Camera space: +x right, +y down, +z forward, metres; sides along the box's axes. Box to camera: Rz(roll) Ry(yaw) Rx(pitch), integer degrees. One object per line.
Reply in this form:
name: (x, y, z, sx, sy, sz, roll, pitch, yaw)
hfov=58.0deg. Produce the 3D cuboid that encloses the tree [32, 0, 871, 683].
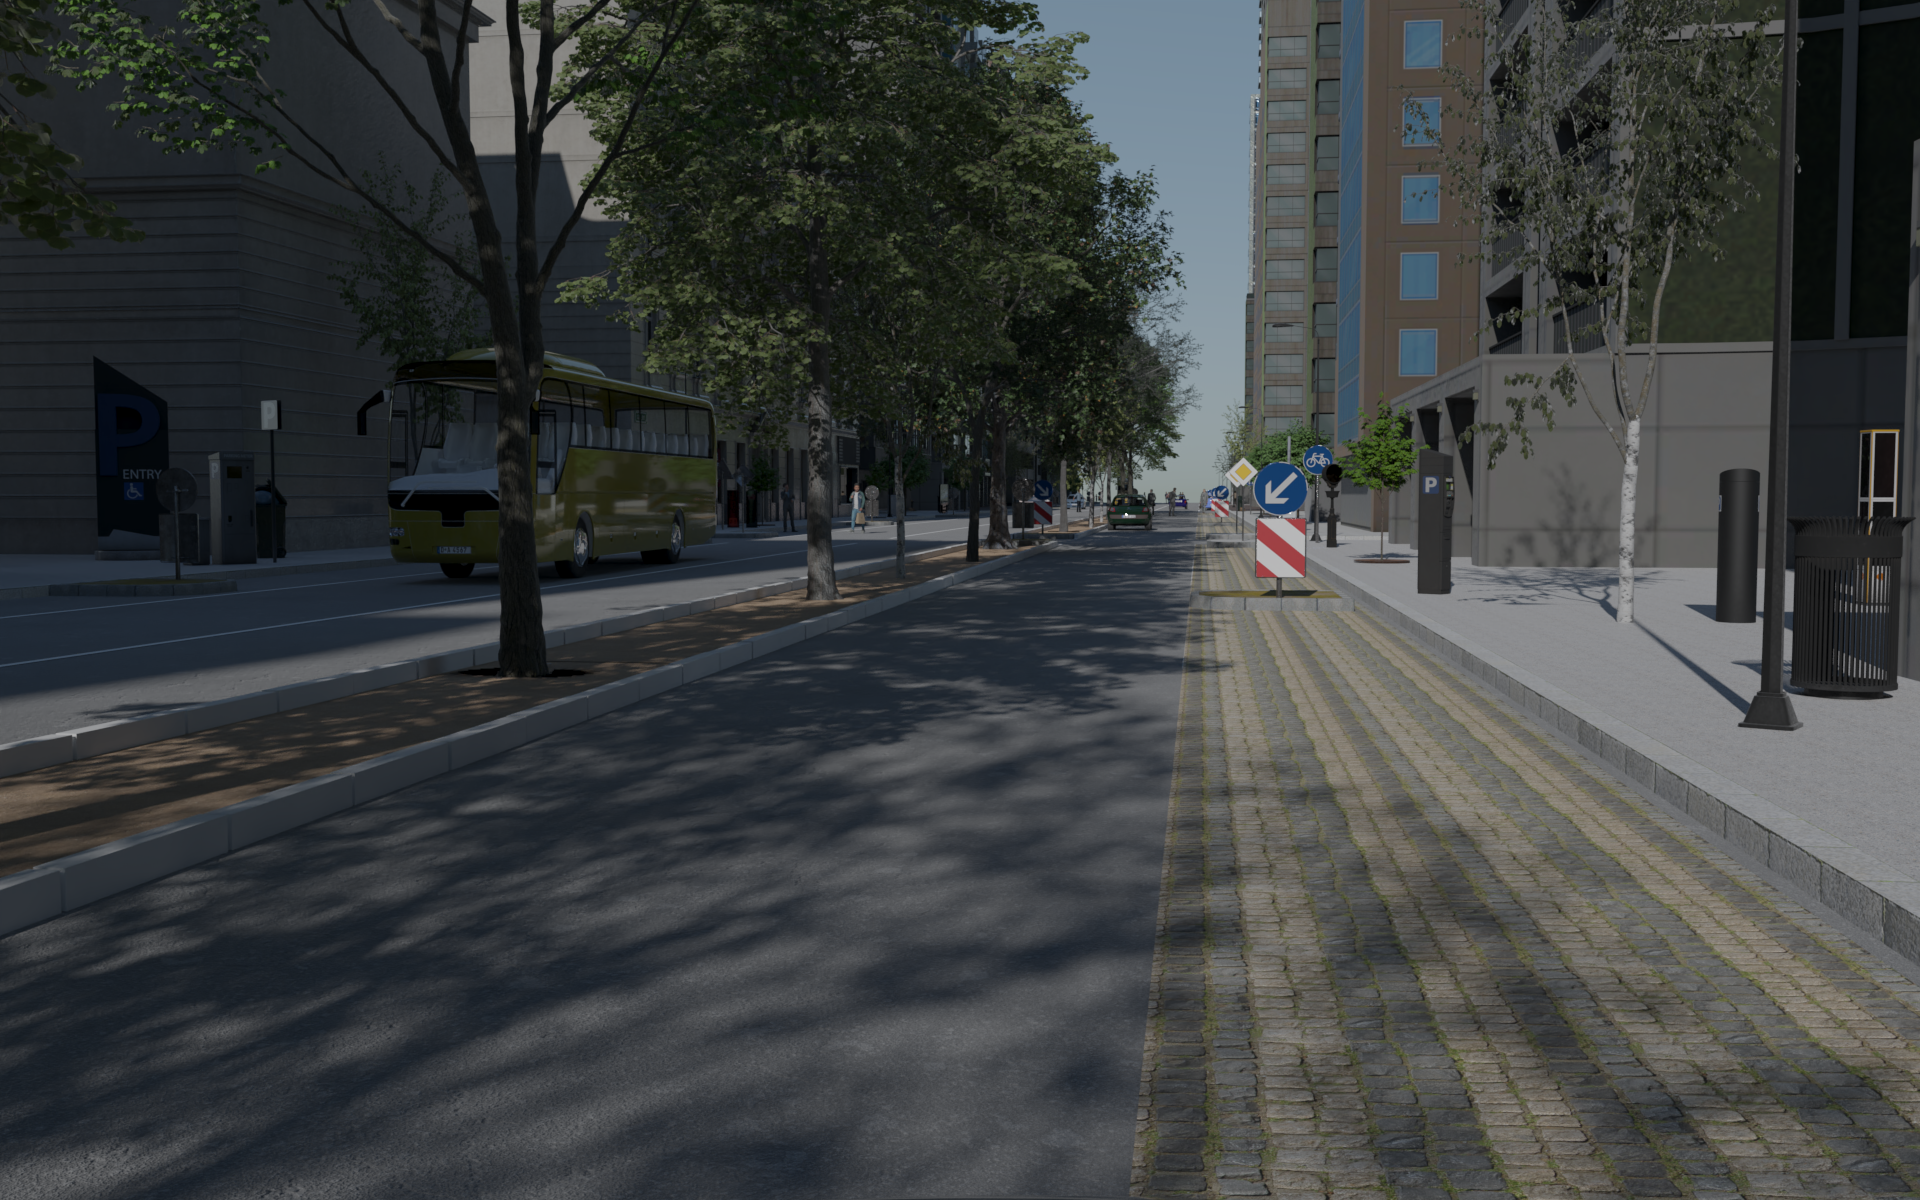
tree: (-3.525, -5.211, 13.412, 9.928, 11.665, 9.643, 0, 3, 0)

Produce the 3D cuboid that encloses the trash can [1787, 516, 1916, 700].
trash can: (5.609, 0.042, 10.967, 0.748, 1.137, 0.748, 0, 3, 0)

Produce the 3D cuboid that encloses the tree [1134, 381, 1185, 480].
tree: (12.543, -12.597, 126.543, 7.486, 12.596, 7.792, 0, 3, 0)

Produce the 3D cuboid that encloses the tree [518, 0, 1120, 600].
tree: (-1.819, -6.237, 22.566, 7.486, 12.596, 7.792, 0, 3, 0)

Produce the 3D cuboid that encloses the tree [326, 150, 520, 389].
tree: (-11.680, -5.357, 37.949, 4.737, 8.622, 4.395, 0, 3, 0)

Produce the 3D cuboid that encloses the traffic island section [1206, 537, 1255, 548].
traffic island section: (7.763, -1.537, 47.418, 2.009, 0.180, 2.903, 0, 4, 8)

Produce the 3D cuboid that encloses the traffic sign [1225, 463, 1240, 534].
traffic sign: (8.835, -3.157, 55.254, 0.795, 2.450, 0.064, 0, 4, 8)

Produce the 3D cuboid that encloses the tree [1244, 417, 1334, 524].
tree: (14.381, -5.508, 73.777, 4.285, 4.588, 4.351, 0, 3, 0)

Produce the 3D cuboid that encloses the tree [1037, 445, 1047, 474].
tree: (5.150, -12.849, 160.449, 4.360, 8.622, 3.978, 0, 3, 0)

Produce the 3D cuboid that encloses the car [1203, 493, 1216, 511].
car: (22.039, -8.641, 150.866, 1.945, 1.707, 3.694, 1, 4, 8)

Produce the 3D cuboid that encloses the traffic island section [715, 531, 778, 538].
traffic island section: (-7.228, -2.157, 57.554, 2.009, 0.180, 2.903, 0, 4, 8)

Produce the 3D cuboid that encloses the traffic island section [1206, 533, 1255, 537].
traffic island section: (8.859, -2.021, 55.328, 2.009, 0.180, 2.903, 0, 4, 8)

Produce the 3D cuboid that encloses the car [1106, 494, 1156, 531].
car: (6.821, -3.644, 69.368, 2.009, 1.686, 4.222, 0, 4, 7)

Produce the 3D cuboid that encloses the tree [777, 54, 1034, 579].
tree: (-1.017, -4.642, 28.714, 4.360, 8.622, 3.978, 0, 3, 0)

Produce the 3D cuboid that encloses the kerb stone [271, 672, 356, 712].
kerb stone: (-4.434, 0.635, 11.808, 0.120, 0.150, 1.000, 0, 4, 8)

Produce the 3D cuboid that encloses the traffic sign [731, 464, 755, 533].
traffic sign: (-7.204, -3.293, 57.489, 0.795, 2.450, 0.064, 0, 4, 8)

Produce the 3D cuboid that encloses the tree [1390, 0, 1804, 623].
tree: (6.635, -4.095, 17.312, 4.360, 8.622, 3.978, 0, 3, 0)

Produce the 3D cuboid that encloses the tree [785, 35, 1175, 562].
tree: (0.190, -6.049, 35.773, 8.767, 10.594, 7.601, 0, 4, 8)

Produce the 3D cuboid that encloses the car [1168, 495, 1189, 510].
car: (20.378, -9.118, 161.658, 1.945, 1.354, 3.894, 0, 4, 8)

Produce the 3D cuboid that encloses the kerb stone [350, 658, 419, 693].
kerb stone: (-4.306, 0.573, 12.830, 0.120, 0.150, 1.000, 0, 4, 8)

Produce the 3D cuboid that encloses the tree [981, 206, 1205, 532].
tree: (3.885, -9.296, 64.820, 12.009, 13.543, 11.850, 0, 3, 0)

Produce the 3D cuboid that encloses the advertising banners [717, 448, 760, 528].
advertising banners: (-8.628, -4.272, 66.036, 2.074, 3.025, 0.090, 1, 4, 15)

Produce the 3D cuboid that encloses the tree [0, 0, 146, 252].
tree: (-4.497, -5.141, 4.644, 7.486, 12.596, 7.792, 0, 3, 0)

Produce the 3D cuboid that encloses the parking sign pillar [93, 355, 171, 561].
parking sign pillar: (-16.192, -2.779, 33.902, 1.447, 3.967, 1.447, -2, 4, -24)

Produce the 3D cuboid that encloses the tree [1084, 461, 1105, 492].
tree: (21.547, -20.112, 279.200, 4.360, 8.622, 3.978, 0, 3, 0)

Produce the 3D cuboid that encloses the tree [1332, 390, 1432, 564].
tree: (7.895, -2.313, 32.426, 1.663, 3.219, 1.824, 0, 3, 0)

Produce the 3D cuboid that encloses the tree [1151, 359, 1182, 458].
tree: (11.568, -11.598, 117.832, 9.928, 11.665, 9.643, 0, 3, 0)

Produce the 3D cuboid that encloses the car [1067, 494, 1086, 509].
car: (10.937, -9.279, 163.710, 2.014, 1.417, 4.499, 0, 4, 8)

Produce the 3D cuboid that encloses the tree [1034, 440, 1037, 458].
tree: (3.756, -12.242, 150.513, 4.360, 8.622, 3.978, 0, 3, 0)

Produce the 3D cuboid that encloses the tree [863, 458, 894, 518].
tree: (-4.316, -5.977, 92.332, 1.663, 3.219, 1.824, 0, 3, 0)

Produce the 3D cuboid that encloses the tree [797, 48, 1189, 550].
tree: (0.992, -7.639, 44.370, 9.611, 12.733, 9.660, 0, 3, 0)

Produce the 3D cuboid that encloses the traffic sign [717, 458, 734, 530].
traffic sign: (-8.535, -3.808, 62.266, 0.884, 2.594, 0.081, 1, 4, 16)

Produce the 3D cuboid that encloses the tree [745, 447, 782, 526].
tree: (-8.120, -4.617, 70.085, 1.663, 3.219, 1.824, 0, 3, 0)

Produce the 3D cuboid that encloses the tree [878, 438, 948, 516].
tree: (-3.213, -7.187, 101.227, 4.285, 4.588, 4.351, 0, 3, 0)

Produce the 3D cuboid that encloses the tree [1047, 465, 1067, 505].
tree: (10.979, -15.516, 204.042, 4.360, 8.622, 3.978, 0, 3, 0)

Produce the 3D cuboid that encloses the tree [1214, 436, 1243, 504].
tree: (33.860, -16.247, 216.003, 4.360, 8.622, 3.978, 0, 3, 0)

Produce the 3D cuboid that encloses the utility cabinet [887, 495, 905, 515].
utility cabinet: (-3.908, -5.789, 105.817, 1.020, 1.237, 0.306, -2, 4, -24)

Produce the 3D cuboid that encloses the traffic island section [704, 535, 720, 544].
traffic island section: (-8.324, -1.674, 49.645, 2.009, 0.180, 2.903, 0, 4, 8)

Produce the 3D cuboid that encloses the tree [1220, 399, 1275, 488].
tree: (21.971, -11.166, 132.925, 4.737, 8.622, 4.395, 0, 3, 0)

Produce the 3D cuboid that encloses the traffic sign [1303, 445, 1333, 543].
traffic sign: (9.365, -2.767, 45.346, 0.768, 2.556, 0.104, 1, 4, 15)

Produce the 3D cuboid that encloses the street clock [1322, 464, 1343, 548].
street clock: (8.905, -2.255, 41.441, 0.471, 2.002, 0.358, -1, 4, -13)

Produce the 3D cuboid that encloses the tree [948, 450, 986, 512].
tree: (0.256, -8.761, 126.957, 4.285, 4.588, 4.351, 0, 3, 0)

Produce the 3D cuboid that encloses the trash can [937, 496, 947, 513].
trash can: (-1.229, -6.568, 119.035, 0.748, 1.137, 0.748, 0, 3, 0)

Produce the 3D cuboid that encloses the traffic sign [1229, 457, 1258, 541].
traffic sign: (7.739, -2.673, 47.344, 0.795, 2.450, 0.064, 0, 4, 8)

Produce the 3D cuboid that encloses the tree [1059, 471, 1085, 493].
tree: (15.059, -15.240, 232.892, 4.285, 4.588, 4.351, 0, 3, 0)

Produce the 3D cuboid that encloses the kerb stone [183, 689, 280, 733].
kerb stone: (-4.576, 0.702, 10.790, 0.120, 0.150, 1.000, 0, 4, 8)

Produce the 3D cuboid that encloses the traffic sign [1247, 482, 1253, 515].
traffic sign: (18.217, -6.626, 108.444, 0.768, 2.556, 0.104, 1, 4, 17)

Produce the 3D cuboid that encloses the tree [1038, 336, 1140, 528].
tree: (5.549, -7.367, 73.277, 4.737, 8.622, 4.395, 0, 3, 0)

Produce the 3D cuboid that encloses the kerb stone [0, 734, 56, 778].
kerb stone: (-4.864, 0.824, 8.758, 0.120, 0.150, 1.000, 0, 4, 8)

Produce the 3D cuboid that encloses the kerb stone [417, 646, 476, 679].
kerb stone: (-4.158, 0.511, 13.843, 0.120, 0.150, 1.000, 0, 4, 8)

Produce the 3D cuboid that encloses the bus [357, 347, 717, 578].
bus: (-7.297, -2.522, 32.781, 2.896, 3.916, 12.252, 0, 4, 6)

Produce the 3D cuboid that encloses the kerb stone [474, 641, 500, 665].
kerb stone: (-4.009, 0.451, 14.855, 0.120, 0.150, 1.000, 0, 4, 8)

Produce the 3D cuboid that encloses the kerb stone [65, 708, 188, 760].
kerb stone: (-4.717, 0.760, 9.769, 0.120, 0.150, 1.000, 0, 4, 8)

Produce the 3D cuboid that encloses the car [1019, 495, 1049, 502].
car: (5.173, -6.531, 119.148, 2.083, 1.381, 4.827, 0, 4, 8)
